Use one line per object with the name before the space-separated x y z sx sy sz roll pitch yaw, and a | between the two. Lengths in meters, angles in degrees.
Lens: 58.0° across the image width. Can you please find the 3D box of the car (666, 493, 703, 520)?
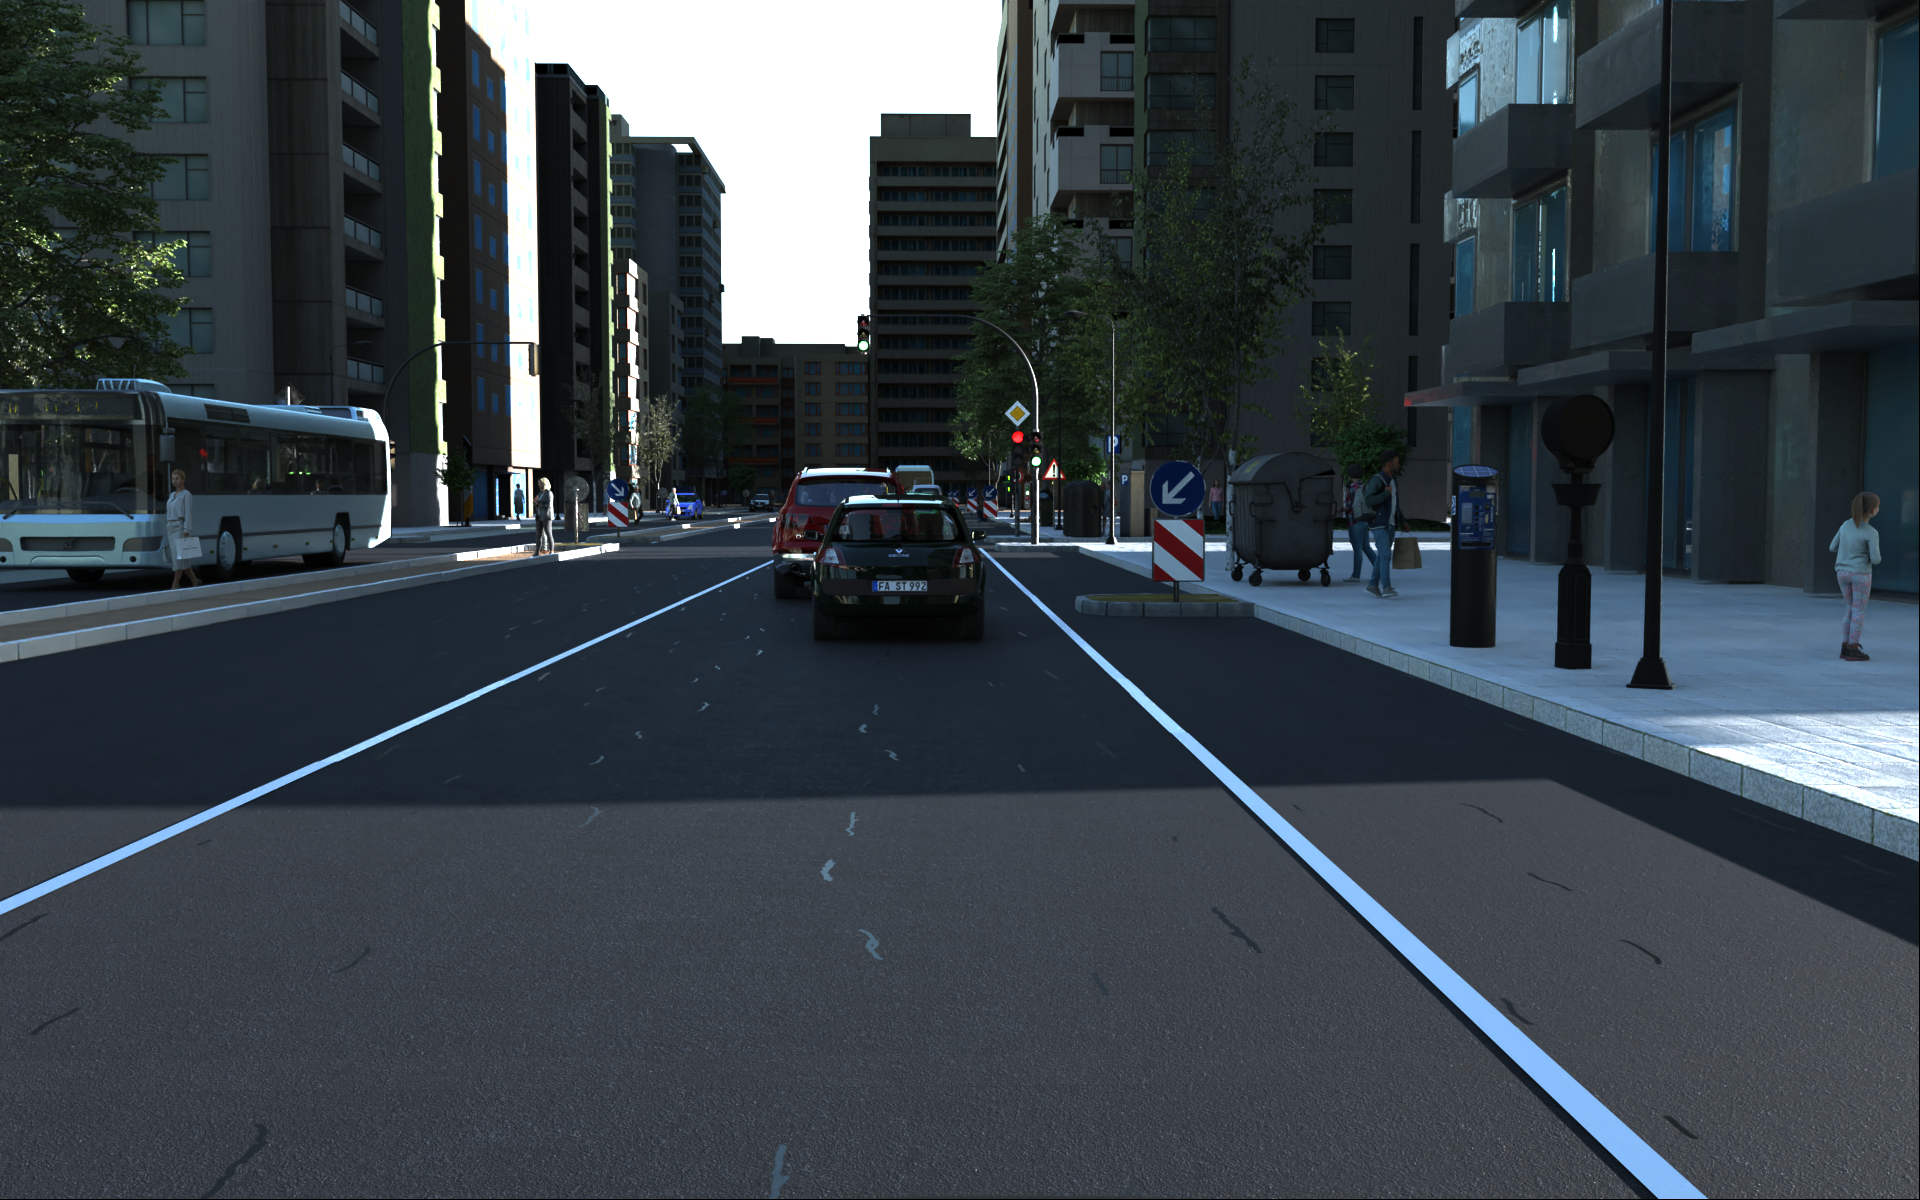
car | -15.654 -5.432 98.399 1.945 1.707 3.694 0 3 0

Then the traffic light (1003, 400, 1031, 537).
traffic light | 1.705 -3.860 52.032 0.839 4.253 0.868 0 4 -1

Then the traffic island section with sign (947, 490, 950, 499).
traffic island section with sign | -0.526 -8.889 153.956 1.989 1.847 2.006 0 4 -1

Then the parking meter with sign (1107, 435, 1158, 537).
parking meter with sign | 5.179 -3.393 51.733 1.738 3.016 0.543 -3 5 -40

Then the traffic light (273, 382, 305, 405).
traffic light | -16.874 -3.345 43.616 0.839 4.253 0.868 0 4 -1

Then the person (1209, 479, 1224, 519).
person | 9.089 -3.389 61.464 0.555 1.821 0.388 -1 4 -15

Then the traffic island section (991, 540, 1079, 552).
traffic island section | 1.923 -1.338 44.164 2.009 0.180 2.903 0 4 -1

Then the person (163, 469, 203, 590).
person | -11.045 -0.966 24.644 0.624 1.780 0.694 -3 5 -44

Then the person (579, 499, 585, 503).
person | -22.749 -5.979 103.825 0.660 1.820 0.620 3 5 42

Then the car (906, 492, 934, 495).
car | -1.175 -1.777 37.848 1.959 1.807 4.718 0 4 0

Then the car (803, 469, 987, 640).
car | -0.682 -0.529 18.439 2.009 1.686 4.222 0 4 -3

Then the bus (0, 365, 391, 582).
bus | -13.339 -2.211 31.009 2.948 3.499 13.247 0 4 -3

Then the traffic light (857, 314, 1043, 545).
traffic light | -0.207 -4.232 43.861 4.771 5.953 1.251 0 4 -1

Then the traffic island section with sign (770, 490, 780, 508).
traffic island section with sign | -19.669 -10.581 181.632 1.989 1.847 2.006 0 4 -1

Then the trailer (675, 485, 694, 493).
trailer | -18.345 -6.599 114.937 1.471 1.999 3.904 0 4 -2

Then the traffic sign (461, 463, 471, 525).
traffic sign | -19.792 -4.200 68.782 0.768 2.556 0.104 0 4 1

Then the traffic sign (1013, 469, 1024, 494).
traffic sign | 2.794 -5.289 86.584 0.768 2.556 0.104 0 4 3

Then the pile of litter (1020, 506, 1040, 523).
pile of litter | 3.195 -3.950 78.555 1.176 0.858 1.719 0 4 -5

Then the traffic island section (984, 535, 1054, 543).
traffic island section | 1.745 -1.827 52.147 2.009 0.180 2.903 0 4 -1

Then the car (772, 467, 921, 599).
car | -1.630 -1.018 25.323 2.281 1.827 5.304 0 4 -3

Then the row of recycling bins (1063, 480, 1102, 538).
row of recycling bins | 3.665 -2.790 52.724 1.069 1.692 3.534 0 4 -2

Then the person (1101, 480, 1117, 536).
person | 4.613 -2.822 53.187 0.512 1.701 0.522 -3 5 -42

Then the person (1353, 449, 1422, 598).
person | 5.248 -0.929 21.219 0.794 1.824 0.713 -2 4 -31

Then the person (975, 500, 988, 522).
person | 1.118 -4.027 79.837 1.012 1.151 0.738 -1 4 -11

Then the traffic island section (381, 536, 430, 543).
traffic island section | -17.092 -1.801 51.733 2.009 0.180 2.903 0 4 -1

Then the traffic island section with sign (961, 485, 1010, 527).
traffic island section with sign | 1.193 -4.166 76.750 1.989 1.847 2.006 0 4 -1

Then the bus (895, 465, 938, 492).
bus | -3.004 -7.491 117.333 2.948 3.499 13.247 0 4 -1

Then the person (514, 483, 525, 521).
person | -21.289 -4.725 83.518 0.478 1.798 0.641 1 4 13

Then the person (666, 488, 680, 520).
person | -15.616 -5.224 94.401 0.782 1.767 0.515 3 5 39

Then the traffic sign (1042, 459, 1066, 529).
traffic sign | 3.424 -3.859 63.104 0.884 2.594 0.081 0 4 2

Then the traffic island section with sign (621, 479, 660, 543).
traffic island section with sign | -10.062 -2.655 51.545 2.006 1.907 1.989 0 4 -1

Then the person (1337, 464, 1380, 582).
person | 5.833 -1.121 25.205 0.643 1.720 0.563 2 4 32

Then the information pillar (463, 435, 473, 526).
information pillar | -19.637 -4.755 69.093 0.504 3.616 0.183 3 4 39

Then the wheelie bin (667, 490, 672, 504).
wheelie bin | -21.024 -7.269 126.759 0.693 1.594 0.980 -3 5 -41

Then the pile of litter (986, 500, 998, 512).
pile of litter | 2.174 -6.690 123.344 1.176 0.858 1.719 0 4 -1

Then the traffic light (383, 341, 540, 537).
traffic light | -14.962 -4.710 51.681 4.771 5.953 1.251 0 4 -1

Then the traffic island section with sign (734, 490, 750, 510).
traffic island section with sign | -19.062 -8.926 154.563 1.989 1.847 2.006 0 4 -1

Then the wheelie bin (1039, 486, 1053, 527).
wheelie bin | 3.409 -3.686 68.177 0.693 1.594 0.980 0 4 1

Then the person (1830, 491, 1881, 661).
person | 6.939 -0.188 13.390 0.394 1.301 0.425 -3 4 -36

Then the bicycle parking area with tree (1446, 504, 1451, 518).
bicycle parking area with tree | 28.521 -6.318 90.294 9.016 4.147 8.231 0 4 5

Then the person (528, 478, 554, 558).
person | -9.328 -1.838 38.730 0.526 1.800 0.537 -3 5 -39

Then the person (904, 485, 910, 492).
person | -1.889 -3.294 62.904 0.519 1.759 0.362 2 4 35

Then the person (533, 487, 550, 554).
person | -9.996 -1.999 41.366 0.511 1.800 0.466 2 4 35

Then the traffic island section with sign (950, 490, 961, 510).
traffic island section with sign | 0.591 -5.844 104.180 1.989 1.847 2.006 0 4 -1

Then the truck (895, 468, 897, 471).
truck | -5.370 -10.977 169.228 2.967 4.110 18.799 0 4 -1

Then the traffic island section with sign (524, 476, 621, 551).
traffic island section with sign | -9.906 -2.202 44.139 2.006 1.907 1.989 0 4 -1

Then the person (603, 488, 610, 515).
person | -21.109 -5.970 103.741 0.778 1.811 0.616 -2 4 -24

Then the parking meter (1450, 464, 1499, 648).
parking meter | 4.328 -0.377 14.581 0.372 1.533 0.369 0 3 0

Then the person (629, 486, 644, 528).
person | -13.860 -3.965 73.819 0.515 1.767 0.782 2 4 31

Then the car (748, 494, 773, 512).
car | -15.997 -7.931 139.459 2.009 1.686 4.222 0 4 -2
